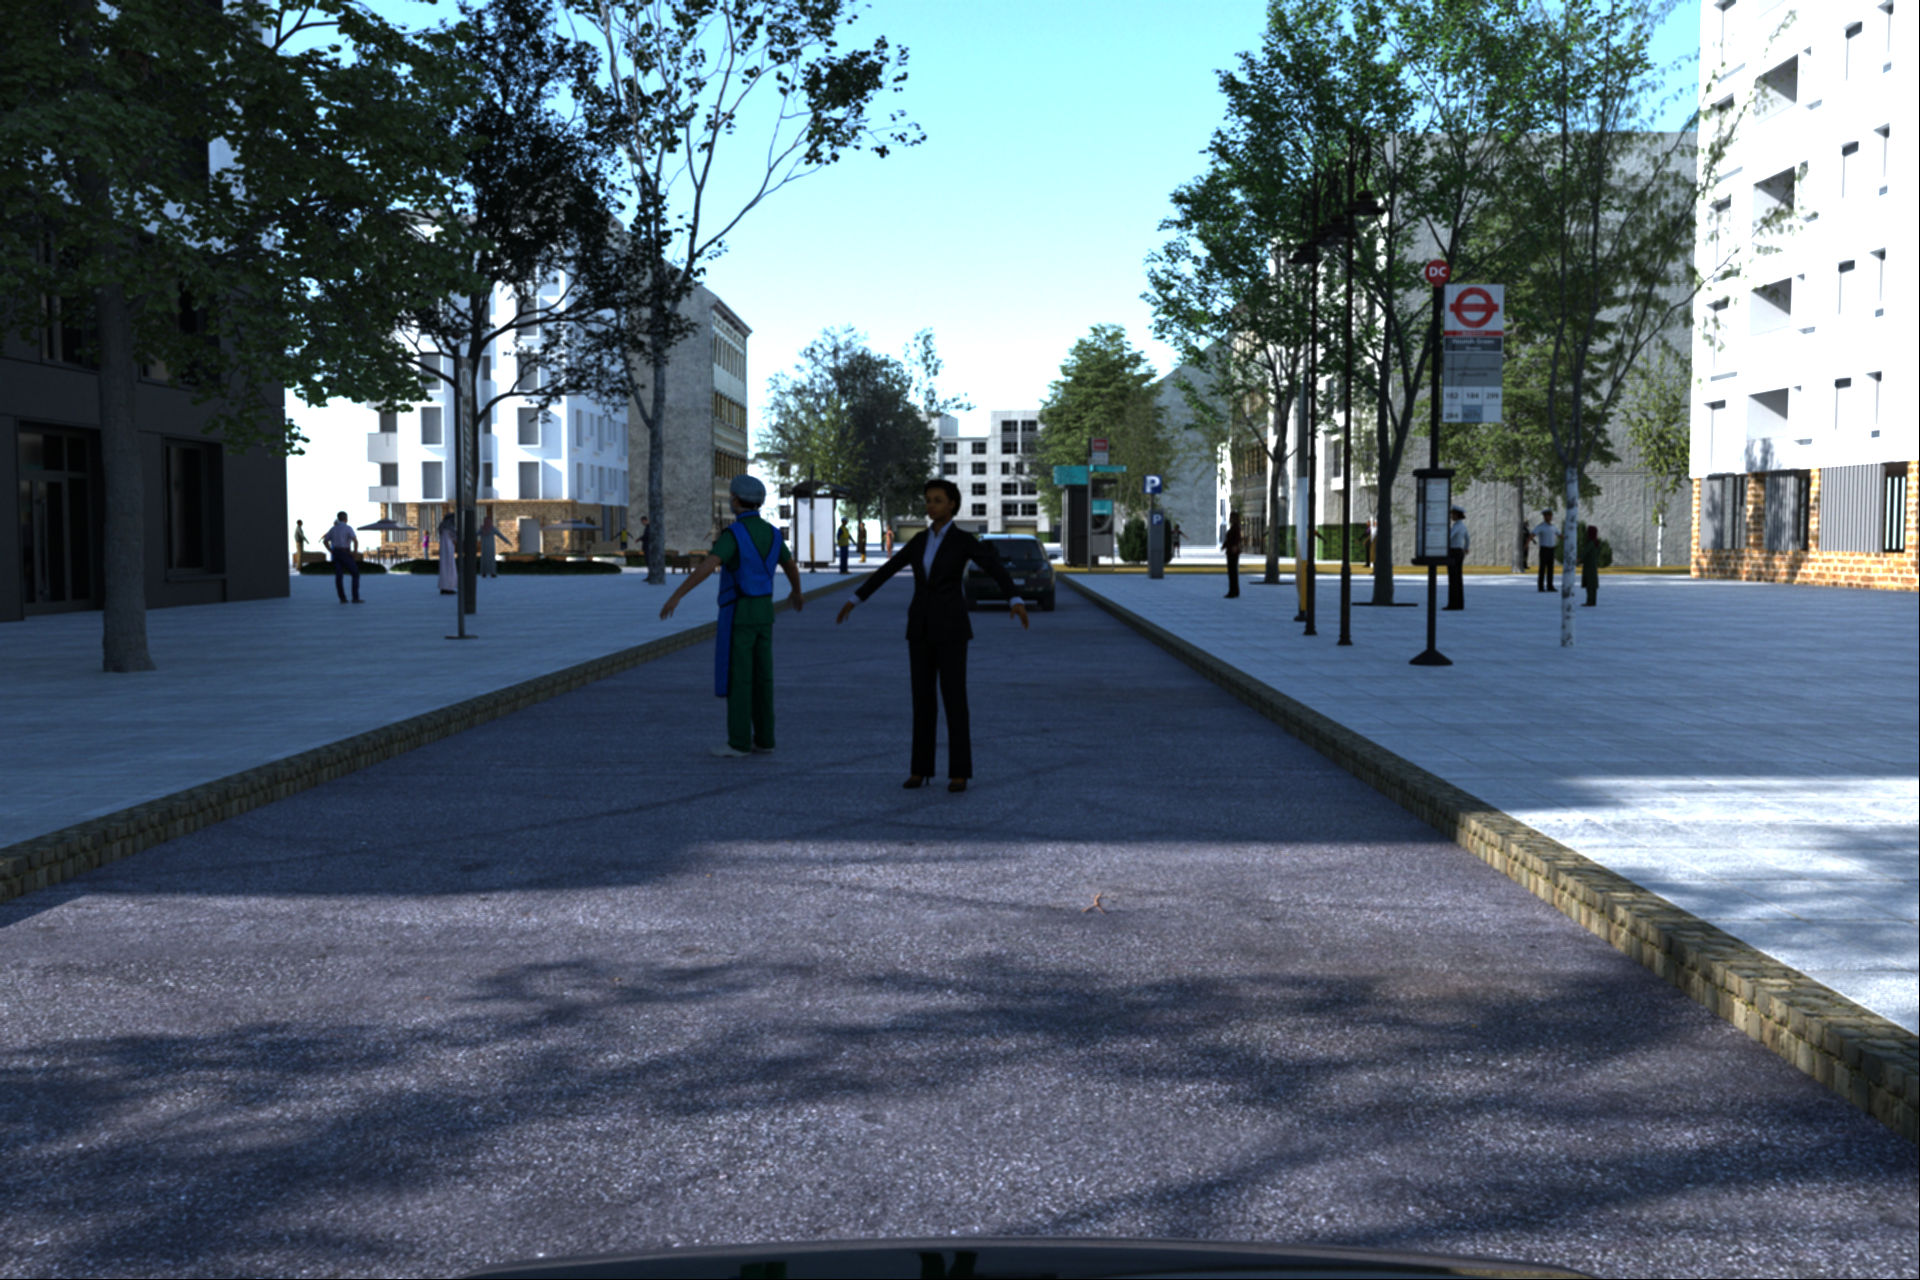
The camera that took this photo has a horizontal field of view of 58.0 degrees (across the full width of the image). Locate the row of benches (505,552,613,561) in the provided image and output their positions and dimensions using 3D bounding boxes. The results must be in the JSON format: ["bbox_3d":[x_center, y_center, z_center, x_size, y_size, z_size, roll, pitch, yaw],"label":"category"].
[{"bbox_3d":[-13.839,-2.761,60.605,4.104,0.672,1.422,0,4,7],"label":"row of benches"}]

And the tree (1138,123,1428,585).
[{"bbox_3d":[8.136,-7.230,43.973,9.928,11.665,9.643,0,3,0],"label":"tree"}]

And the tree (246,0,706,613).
[{"bbox_3d":[-7.633,-5.709,27.749,7.601,10.594,8.767,-2,4,-24],"label":"tree"}]

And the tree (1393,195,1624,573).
[{"bbox_3d":[18.095,-8.500,57.095,7.486,12.596,7.792,0,3,0],"label":"tree"}]

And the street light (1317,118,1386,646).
[{"bbox_3d":[4.447,-2.877,19.831,0.468,5.910,1.993,0,4,1],"label":"street light"}]

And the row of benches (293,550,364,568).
[{"bbox_3d":[-24.642,-3.081,65.842,4.104,0.672,1.422,-3,5,-39],"label":"row of benches"}]

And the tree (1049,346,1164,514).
[{"bbox_3d":[8.912,-11.392,104.383,7.486,12.596,7.792,0,3,0],"label":"tree"}]

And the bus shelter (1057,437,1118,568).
[{"bbox_3d":[5.043,-5.628,69.652,2.179,5.291,8.768,0,4,2],"label":"bus shelter"}]

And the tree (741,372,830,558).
[{"bbox_3d":[-7.611,-7.821,78.234,4.360,8.622,3.978,0,3,0],"label":"tree"}]

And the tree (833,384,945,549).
[{"bbox_3d":[-6.073,-14.630,145.855,9.857,13.997,8.962,0,3,0],"label":"tree"}]

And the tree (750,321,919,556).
[{"bbox_3d":[-7.272,-11.602,100.057,12.009,13.543,11.850,0,3,0],"label":"tree"}]

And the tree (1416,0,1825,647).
[{"bbox_3d":[6.716,-4.232,19.551,4.360,8.622,3.978,0,3,0],"label":"tree"}]

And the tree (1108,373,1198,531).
[{"bbox_3d":[8.487,-7.861,78.890,4.360,8.622,3.978,0,3,0],"label":"tree"}]

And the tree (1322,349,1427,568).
[{"bbox_3d":[15.915,-7.100,66.450,4.360,8.622,3.978,0,3,0],"label":"tree"}]

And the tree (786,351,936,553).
[{"bbox_3d":[-6.575,-12.501,114.766,12.009,13.543,11.850,0,3,0],"label":"tree"}]

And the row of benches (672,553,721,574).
[{"bbox_3d":[-8.585,-2.585,57.723,1.422,0.672,4.104,1,4,11],"label":"row of benches"}]

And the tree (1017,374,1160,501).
[{"bbox_3d":[9.059,-12.884,121.028,12.009,13.543,11.850,0,3,0],"label":"tree"}]

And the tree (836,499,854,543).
[{"bbox_3d":[-16.101,-18.475,252.424,4.737,8.622,4.395,0,3,0],"label":"tree"}]

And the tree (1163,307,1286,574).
[{"bbox_3d":[9.155,-6.438,55.620,4.360,8.622,3.978,0,3,0],"label":"tree"}]

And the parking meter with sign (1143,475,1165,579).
[{"bbox_3d":[5.681,-3.313,50.430,0.543,3.016,1.738,0,4,0],"label":"parking meter with sign"}]

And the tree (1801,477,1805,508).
[{"bbox_3d":[28.041,-6.623,58.647,4.360,8.622,3.978,0,3,0],"label":"tree"}]

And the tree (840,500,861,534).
[{"bbox_3d":[-14.315,-18.111,246.475,4.360,8.622,3.978,0,3,0],"label":"tree"}]

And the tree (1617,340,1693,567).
[{"bbox_3d":[27.309,-7.120,66.767,4.737,8.622,4.395,0,3,0],"label":"tree"}]

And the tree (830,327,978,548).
[{"bbox_3d":[-5.266,-18.503,158.411,12.611,20.169,13.585,0,3,0],"label":"tree"}]

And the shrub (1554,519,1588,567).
[{"bbox_3d":[24.074,-3.886,67.957,1.690,2.028,1.600,0,3,0],"label":"shrub"}]

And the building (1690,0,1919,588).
[{"bbox_3d":[26.441,-11.738,48.336,16.016,20.090,11.380,0,4,1],"label":"building"}]

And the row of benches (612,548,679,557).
[{"bbox_3d":[-13.574,-3.654,75.204,1.422,0.672,4.104,2,4,27],"label":"row of benches"}]

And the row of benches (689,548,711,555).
[{"bbox_3d":[-10.152,-3.641,74.992,4.104,0.672,1.422,2,4,35],"label":"row of benches"}]

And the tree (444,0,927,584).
[{"bbox_3d":[-7.261,-11.571,45.078,12.611,20.169,13.585,0,3,0],"label":"tree"}]

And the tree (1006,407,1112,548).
[{"bbox_3d":[9.380,-15.180,158.566,12.009,13.543,11.850,0,3,0],"label":"tree"}]

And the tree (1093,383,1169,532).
[{"bbox_3d":[7.943,-8.233,84.969,4.360,8.622,3.978,0,3,0],"label":"tree"}]

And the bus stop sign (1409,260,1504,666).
[{"bbox_3d":[4.858,-1.727,16.937,0.855,3.939,0.416,0,4,0],"label":"bus stop sign"}]

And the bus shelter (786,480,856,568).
[{"bbox_3d":[-5.324,-4.473,67.061,2.014,3.302,5.546,0,4,3],"label":"bus shelter"}]

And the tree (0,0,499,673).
[{"bbox_3d":[-8.226,-5.971,15.751,7.486,12.596,7.792,0,3,0],"label":"tree"}]

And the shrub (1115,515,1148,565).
[{"bbox_3d":[7.383,-4.208,72.835,1.661,2.075,1.752,0,3,0],"label":"shrub"}]

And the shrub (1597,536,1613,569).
[{"bbox_3d":[23.686,-3.239,64.081,1.383,1.207,1.383,0,3,0],"label":"shrub"}]

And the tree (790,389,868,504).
[{"bbox_3d":[-6.897,-8.486,89.113,4.737,8.622,4.395,0,3,0],"label":"tree"}]

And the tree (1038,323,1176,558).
[{"bbox_3d":[7.663,-10.743,93.775,7.486,12.596,7.792,0,3,0],"label":"tree"}]

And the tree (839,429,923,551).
[{"bbox_3d":[-6.315,-12.244,134.606,7.601,10.594,8.767,0,4,1],"label":"tree"}]

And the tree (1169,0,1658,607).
[{"bbox_3d":[7.749,-6.417,30.673,9.928,11.665,9.643,0,3,0],"label":"tree"}]

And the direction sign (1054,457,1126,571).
[{"bbox_3d":[4.521,-4.339,59.704,2.525,3.948,1.411,0,4,0],"label":"direction sign"}]

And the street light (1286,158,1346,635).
[{"bbox_3d":[4.453,-3.000,21.843,0.468,5.910,1.993,0,4,1],"label":"street light"}]

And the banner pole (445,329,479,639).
[{"bbox_3d":[-6.144,-1.924,21.482,0.401,3.779,0.863,0,4,1],"label":"banner pole"}]

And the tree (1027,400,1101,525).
[{"bbox_3d":[9.183,-13.754,143.000,7.486,12.596,7.792,0,3,0],"label":"tree"}]
